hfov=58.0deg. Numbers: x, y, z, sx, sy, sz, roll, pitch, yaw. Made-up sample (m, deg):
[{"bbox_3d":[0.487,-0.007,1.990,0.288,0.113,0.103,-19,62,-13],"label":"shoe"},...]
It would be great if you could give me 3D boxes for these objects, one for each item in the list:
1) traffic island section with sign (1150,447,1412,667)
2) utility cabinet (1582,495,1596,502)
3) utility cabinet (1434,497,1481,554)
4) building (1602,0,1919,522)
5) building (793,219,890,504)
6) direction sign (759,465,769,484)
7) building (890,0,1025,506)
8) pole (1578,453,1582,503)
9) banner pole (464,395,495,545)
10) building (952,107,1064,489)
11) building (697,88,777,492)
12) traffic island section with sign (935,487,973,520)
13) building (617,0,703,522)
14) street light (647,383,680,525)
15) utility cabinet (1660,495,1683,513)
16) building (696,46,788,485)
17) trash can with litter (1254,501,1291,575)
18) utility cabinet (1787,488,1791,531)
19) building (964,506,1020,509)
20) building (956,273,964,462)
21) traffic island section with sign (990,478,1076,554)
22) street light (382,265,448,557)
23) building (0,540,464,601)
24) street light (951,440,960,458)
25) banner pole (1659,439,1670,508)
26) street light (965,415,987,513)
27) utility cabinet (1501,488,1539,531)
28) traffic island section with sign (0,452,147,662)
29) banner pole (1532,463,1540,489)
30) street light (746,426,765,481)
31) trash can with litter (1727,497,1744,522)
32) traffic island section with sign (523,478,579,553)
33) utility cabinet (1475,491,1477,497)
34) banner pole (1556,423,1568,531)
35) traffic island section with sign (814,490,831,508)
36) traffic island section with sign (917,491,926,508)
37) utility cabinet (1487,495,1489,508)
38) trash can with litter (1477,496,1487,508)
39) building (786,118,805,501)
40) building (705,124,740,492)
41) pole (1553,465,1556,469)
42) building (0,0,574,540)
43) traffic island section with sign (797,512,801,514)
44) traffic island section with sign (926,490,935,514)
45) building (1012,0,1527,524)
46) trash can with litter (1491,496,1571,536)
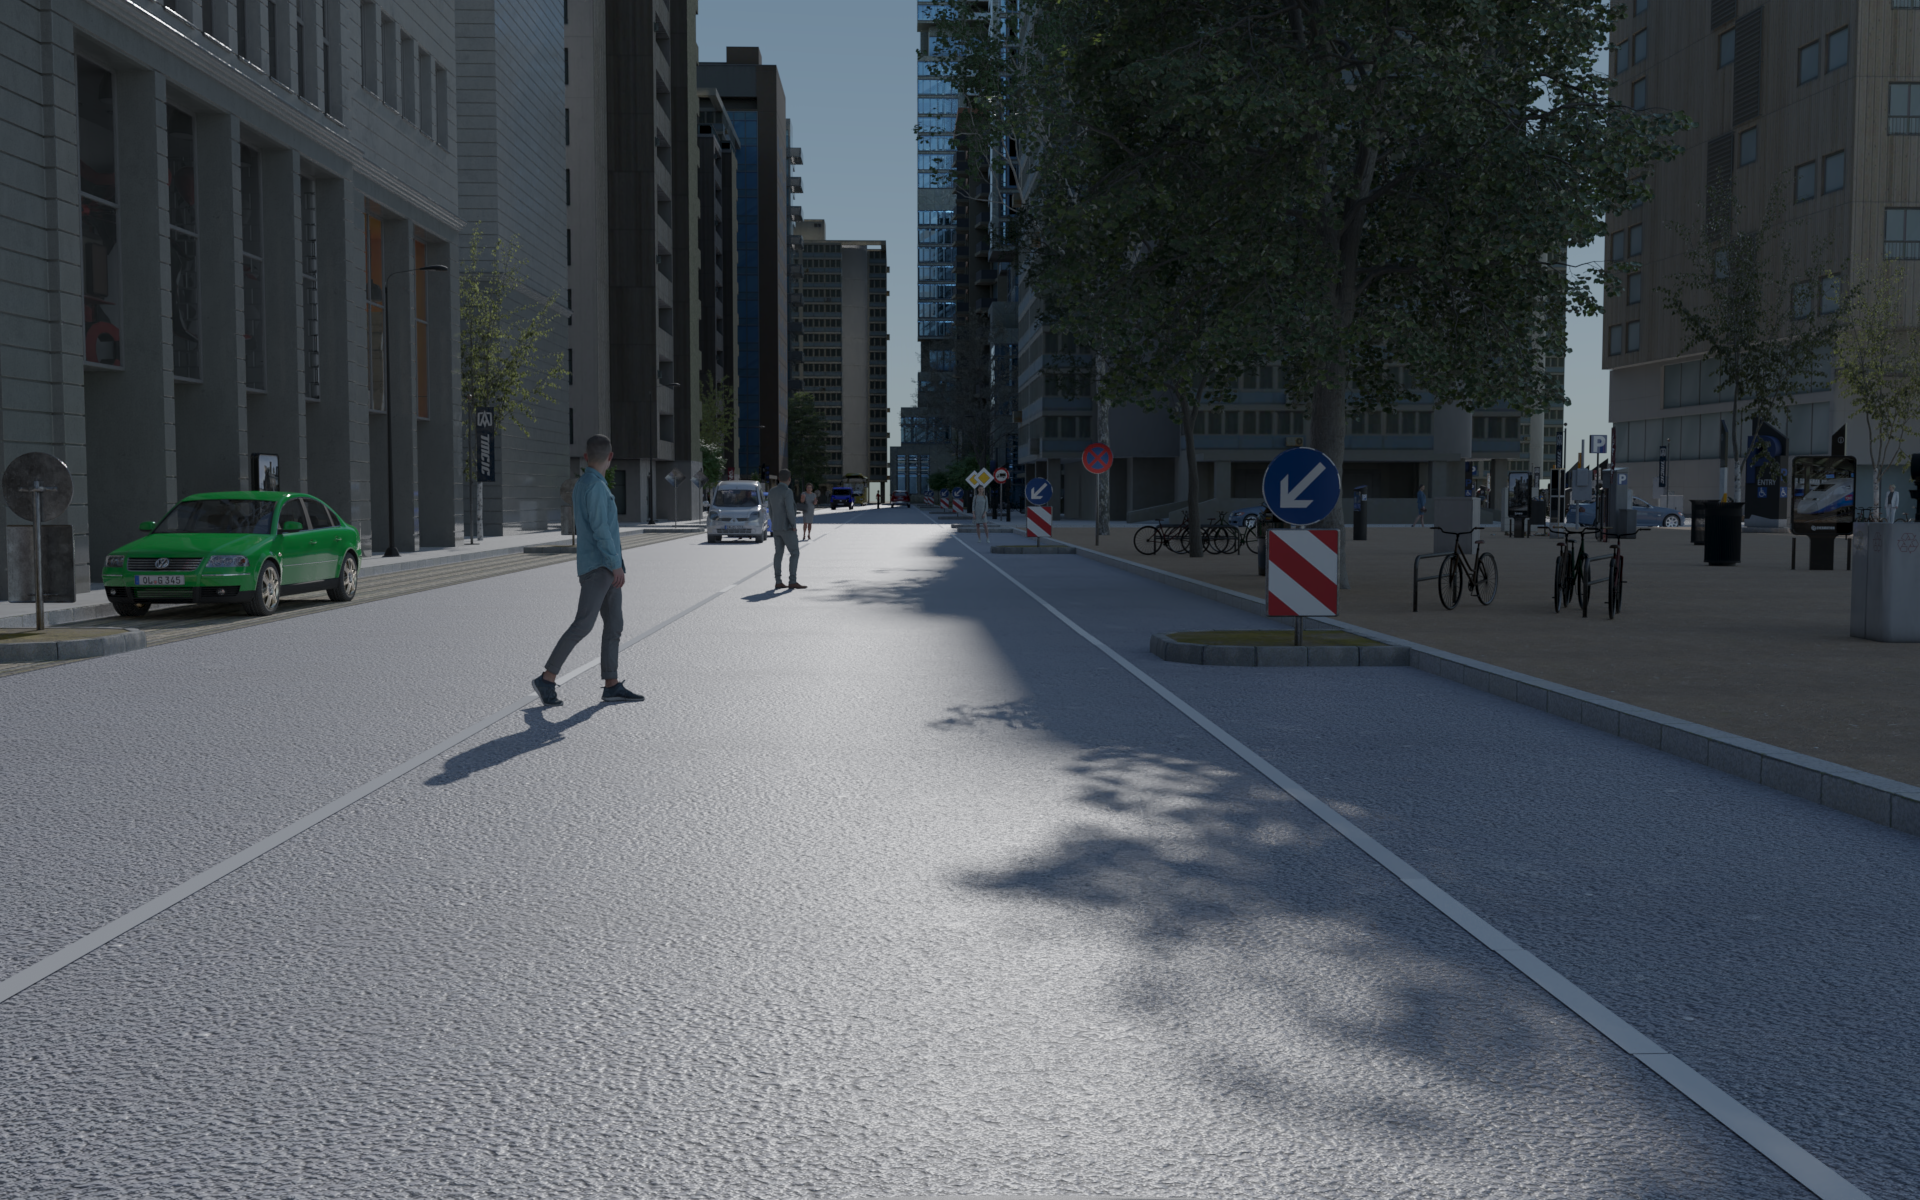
[{"bbox_3d":[2.736,-0.409,15.320,1.989,1.847,2.006,0,4,-2],"label":"traffic island section with sign"},{"bbox_3d":[31.619,-4.609,86.511,1.020,1.237,0.306,2,4,34],"label":"utility cabinet"},{"bbox_3d":[10.696,-1.597,37.273,0.306,1.237,1.020,-2,4,-35],"label":"utility cabinet"},{"bbox_3d":[51.497,-30.556,88.837,27.495,52.752,28.713,0,4,-2],"label":"building"},{"bbox_3d":[-22.010,-33.985,247.541,23.993,40.220,32.217,0,4,-2],"label":"building"},{"bbox_3d":[-15.473,-8.864,136.928,0.876,3.537,0.379,1,4,16],"label":"direction sign"},{"bbox_3d":[5.645,-56.854,242.239,31.000,86.520,22.319,0,4,-2],"label":"building"},{"bbox_3d":[30.497,-5.590,85.235,0.158,3.312,0.155,0,3,0],"label":"pole"},{"bbox_3d":[-12.140,-3.288,43.768,0.863,3.779,0.401,0,4,3],"label":"banner pole"},{"bbox_3d":[10.312,-33.040,194.820,22.147,44.769,28.867,0,4,-2],"label":"building"},{"bbox_3d":[-33.415,-28.549,158.662,32.217,40.220,23.993,0,4,-2],"label":"building"},{"bbox_3d":[-0.257,-5.467,98.019,1.989,1.847,2.006,0,4,-2],"label":"traffic island section with sign"},{"bbox_3d":[-19.840,-18.858,80.034,14.160,30.474,14.107,0,4,-2],"label":"building"},{"bbox_3d":[-12.436,-6.128,72.734,1.470,5.913,1.316,0,4,-2],"label":"street light"},{"bbox_3d":[34.566,-4.462,84.120,1.020,1.237,0.306,2,4,26],"label":"utility cabinet"},{"bbox_3d":[-25.148,-32.279,177.878,14.600,45.320,14.200,0,4,-2],"label":"building"},{"bbox_3d":[5.150,-0.964,27.150,1.055,1.170,0.624,0,4,7],"label":"trash can with litter"},{"bbox_3d":[28.225,-3.115,59.613,0.318,1.500,1.173,-3,4,-38],"label":"utility cabinet"},{"bbox_3d":[11.550,-52.001,162.879,22.319,86.520,31.000,0,4,-2],"label":"building"},{"bbox_3d":[6.395,-27.210,216.576,14.160,30.474,14.107,0,4,-2],"label":"building"},{"bbox_3d":[1.756,-2.057,42.258,1.989,1.847,2.006,0,4,-2],"label":"traffic island section with sign"},{"bbox_3d":[-11.086,-3.837,35.275,1.470,5.913,1.316,0,4,-2],"label":"street light"},{"bbox_3d":[-17.076,-15.256,26.920,11.434,29.767,29.804,0,4,-2],"label":"building"},{"bbox_3d":[-0.589,-10.729,147.962,1.470,5.913,1.316,0,4,-2],"label":"street light"},{"bbox_3d":[32.067,-5.431,78.819,0.401,3.779,0.863,-1,4,-15],"label":"banner pole"},{"bbox_3d":[0.974,-7.925,102.112,1.470,5.913,1.316,0,4,-2],"label":"street light"},{"bbox_3d":[18.943,-3.055,58.635,1.173,1.500,0.318,0,4,-5],"label":"utility cabinet"},{"bbox_3d":[-8.551,-0.426,15.592,1.989,1.847,2.006,0,4,-2],"label":"traffic island section with sign"},{"bbox_3d":[46.334,-9.149,139.596,0.863,3.779,0.401,0,4,2],"label":"banner pole"},{"bbox_3d":[-14.036,-8.932,118.583,1.470,5.913,1.316,0,4,-2],"label":"street light"},{"bbox_3d":[35.737,-4.172,79.602,1.055,1.170,0.624,2,4,28],"label":"trash can with litter"},{"bbox_3d":[-9.529,-2.073,42.529,1.989,1.847,2.006,0,4,-2],"label":"traffic island section with sign"},{"bbox_3d":[39.424,-7.585,132.689,1.173,1.500,0.318,3,4,36],"label":"utility cabinet"},{"bbox_3d":[21.139,-4.335,60.900,0.401,3.779,0.863,-1,4,-9],"label":"banner pole"},{"bbox_3d":[-14.301,-10.146,174.521,1.989,1.847,2.006,0,4,-2],"label":"traffic island section with sign"},{"bbox_3d":[-3.089,-10.233,175.943,1.989,1.847,2.006,0,4,-2],"label":"traffic island section with sign"},{"bbox_3d":[41.042,-7.510,133.952,1.020,1.237,0.306,3,4,39],"label":"utility cabinet"},{"bbox_3d":[32.699,-5.956,108.767,0.624,1.170,1.055,2,4,29],"label":"trash can with litter"},{"bbox_3d":[-34.364,-36.074,209.424,30.456,49.044,23.786,0,4,-2],"label":"building"},{"bbox_3d":[-24.971,-22.236,135.268,14.160,30.474,14.107,0,4,-2],"label":"building"},{"bbox_3d":[41.735,-7.819,121.677,0.158,3.312,0.155,0,3,0],"label":"pole"},{"bbox_3d":[-28.761,-17.070,56.579,29.804,29.767,11.434,0,4,-2],"label":"building"},{"bbox_3d":[-12.520,-7.134,125.271,1.989,1.847,2.006,0,4,-2],"label":"traffic island section with sign"},{"bbox_3d":[-1.245,-7.137,125.323,1.989,1.847,2.006,0,4,-2],"label":"traffic island section with sign"},{"bbox_3d":[15.225,-24.257,88.486,23.993,40.220,32.217,0,4,-2],"label":"building"},{"bbox_3d":[17.441,-2.578,53.203,1.678,1.210,2.233,-3,5,-42],"label":"trash can with litter"}]
